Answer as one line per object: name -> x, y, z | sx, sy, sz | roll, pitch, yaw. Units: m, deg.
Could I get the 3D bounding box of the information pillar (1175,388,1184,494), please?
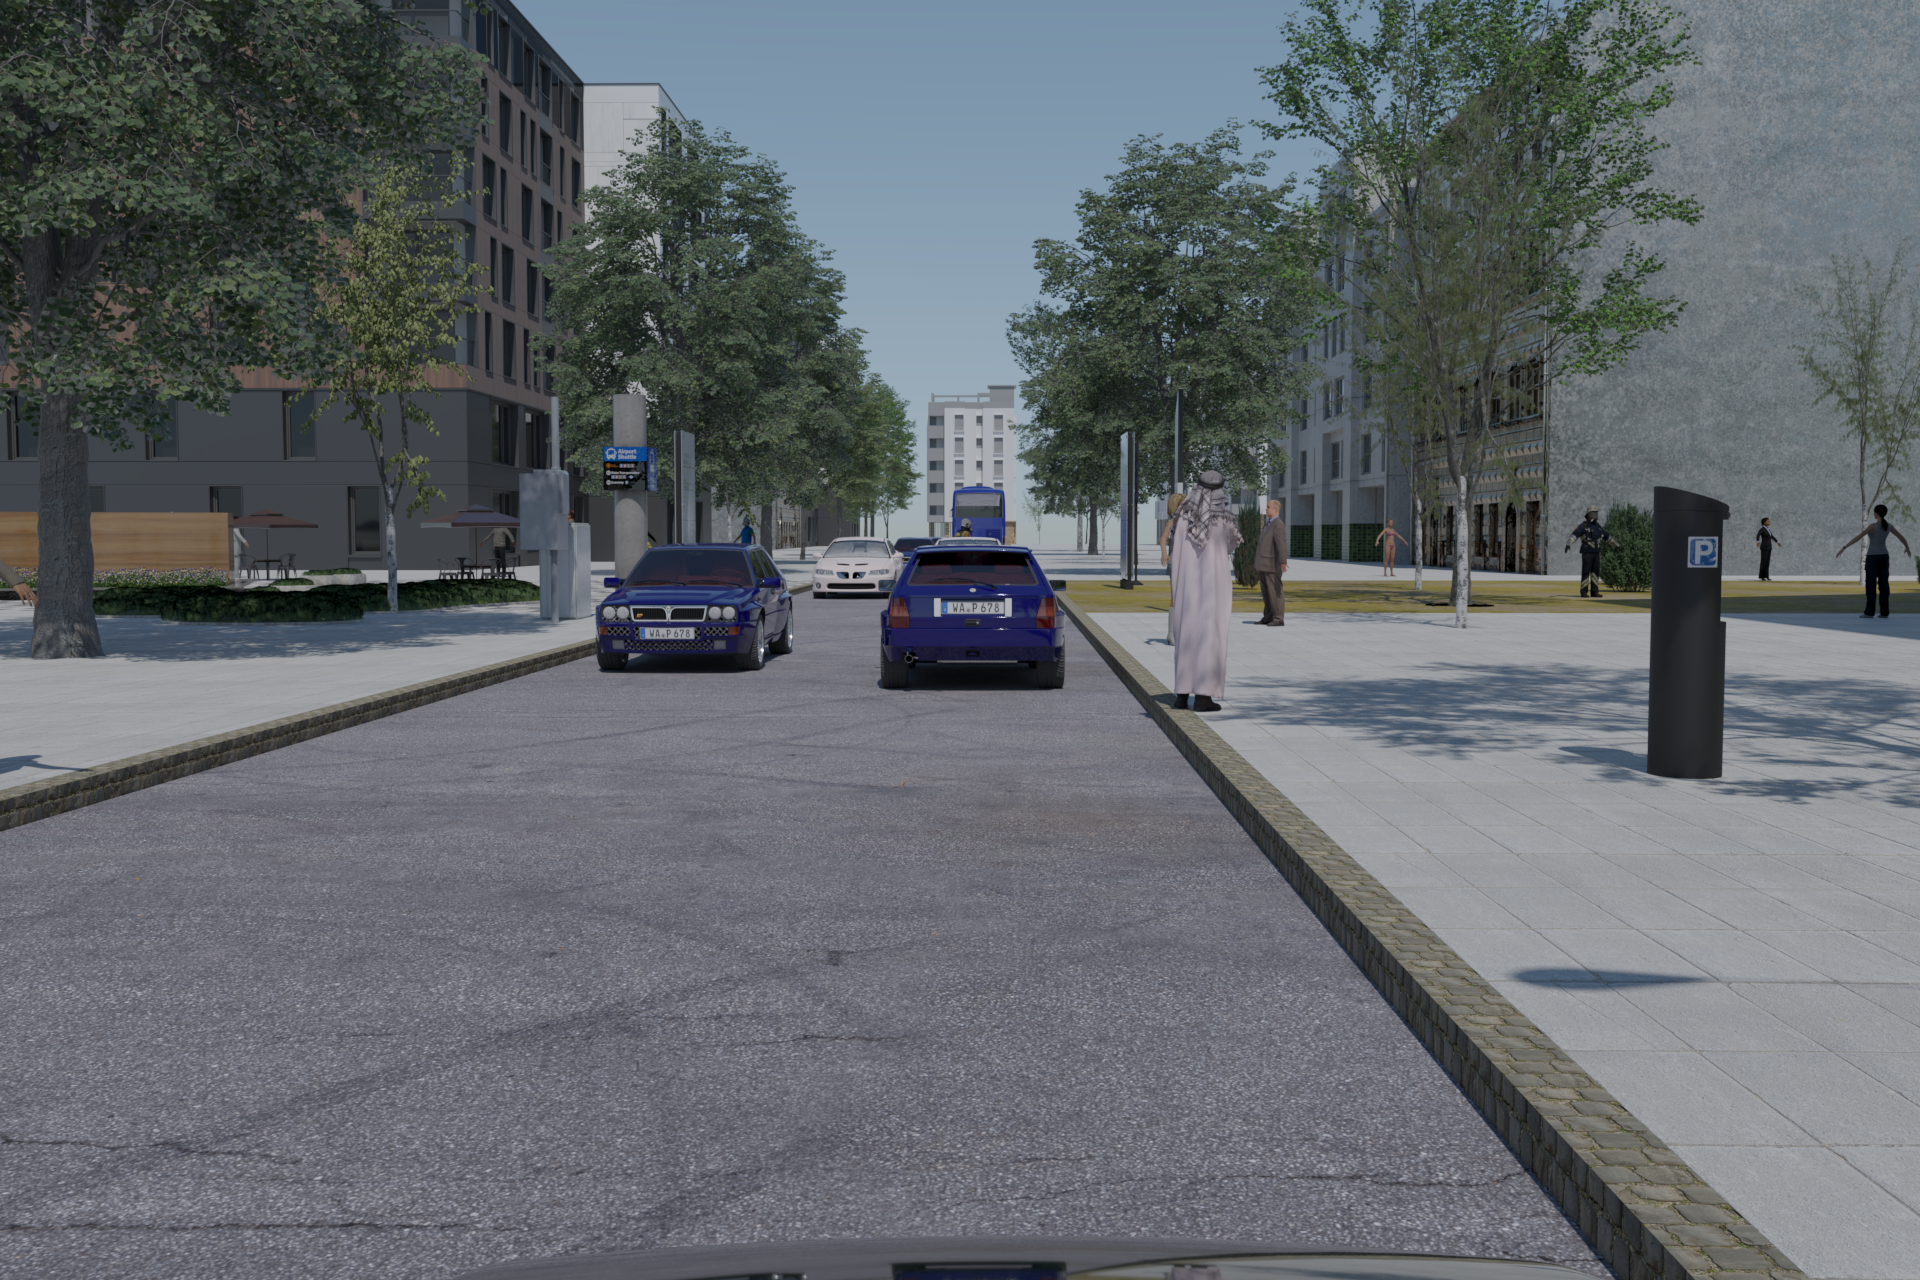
information pillar -> 3.555, -2.251, 28.153 | 0.183, 3.616, 0.504 | 0, 4, 1

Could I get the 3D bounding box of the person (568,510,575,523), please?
person -> -8.401, -1.893, 37.225 | 0.705, 1.796, 1.348 | 0, 4, -4

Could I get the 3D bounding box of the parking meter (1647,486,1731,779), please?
parking meter -> 3.866, -0.048, 9.198 | 0.372, 1.533, 0.369 | 0, 3, 0

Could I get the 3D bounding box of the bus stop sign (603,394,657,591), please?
bus stop sign -> -6.258, -2.684, 32.897 | 0.837, 3.901, 0.837 | 0, 4, 2

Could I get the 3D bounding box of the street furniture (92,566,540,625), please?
street furniture -> -10.719, -0.847, 29.469 | 5.734, 0.657, 10.072 | 1, 4, 12

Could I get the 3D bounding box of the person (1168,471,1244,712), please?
person -> 1.787, -0.362, 12.626 | 0.551, 1.740, 0.621 | 0, 4, 8

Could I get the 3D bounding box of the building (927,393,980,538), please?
building -> -3.854, -22.305, 223.567 | 11.380, 20.090, 16.016 | 0, 4, -3

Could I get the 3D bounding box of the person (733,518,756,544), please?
person -> -7.002, -3.087, 56.603 | 0.704, 1.817, 1.347 | -3, 5, -40

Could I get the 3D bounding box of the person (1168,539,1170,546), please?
person -> 7.223, -3.010, 55.404 | 1.347, 1.806, 0.705 | -1, 4, -19

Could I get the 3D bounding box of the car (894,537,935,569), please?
car -> -1.482, -2.705, 56.815 | 1.945, 1.354, 3.894 | 0, 4, 1

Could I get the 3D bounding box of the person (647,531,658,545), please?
person -> -11.233, -3.342, 60.572 | 1.347, 1.837, 0.705 | -1, 4, -21

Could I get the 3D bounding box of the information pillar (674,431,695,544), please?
information pillar -> -6.367, -2.987, 40.147 | 0.184, 3.620, 1.656 | 0, 4, 1

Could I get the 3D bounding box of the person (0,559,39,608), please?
person -> -5.218, -0.126, 8.825 | 1.215, 1.744, 0.721 | 1, 4, 18

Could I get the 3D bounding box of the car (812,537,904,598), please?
car -> -2.312, -1.696, 40.093 | 2.083, 1.381, 4.827 | 0, 4, 2

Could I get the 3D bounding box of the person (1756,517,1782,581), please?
person -> 22.284, -2.509, 47.751 | 1.216, 1.740, 0.721 | -3, 4, -37

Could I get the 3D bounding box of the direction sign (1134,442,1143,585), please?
direction sign -> 4.407, -3.137, 43.292 | 0.379, 3.537, 0.876 | 0, 4, 1

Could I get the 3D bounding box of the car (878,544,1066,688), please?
car -> 0.124, -0.297, 17.434 | 1.945, 1.354, 3.894 | 0, 4, 0

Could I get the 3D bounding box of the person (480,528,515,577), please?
person -> -13.718, -2.779, 51.570 | 1.348, 1.813, 0.705 | 2, 4, 28

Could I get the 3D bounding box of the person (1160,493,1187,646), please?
person -> 2.594, -0.812, 19.887 | 0.721, 1.753, 1.214 | 2, 4, 33

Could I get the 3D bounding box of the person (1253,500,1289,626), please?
person -> 4.331, -1.078, 24.225 | 0.434, 1.755, 0.990 | -1, 4, -11

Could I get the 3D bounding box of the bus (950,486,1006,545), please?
bus -> 0.894, -5.895, 87.924 | 2.896, 3.916, 12.251 | 0, 3, 0

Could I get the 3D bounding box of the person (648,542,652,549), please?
person -> -8.029, -2.283, 43.299 | 0.705, 1.833, 1.349 | -2, 4, -30

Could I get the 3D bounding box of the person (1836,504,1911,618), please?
person -> 14.005, -1.205, 26.518 | 1.217, 1.737, 0.721 | 0, 4, -7

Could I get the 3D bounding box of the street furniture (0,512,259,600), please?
street furniture -> -19.489, -1.786, 36.059 | 9.812, 1.723, 11.010 | -1, 4, -20

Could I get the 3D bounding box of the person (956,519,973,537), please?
person -> 0.180, -2.442, 48.149 | 0.705, 1.858, 1.354 | -2, 4, -28

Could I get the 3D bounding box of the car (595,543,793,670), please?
car -> -2.914, -0.421, 19.457 | 1.945, 1.354, 3.894 | 0, 4, 2

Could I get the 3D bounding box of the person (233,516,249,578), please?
person -> -21.244, -2.731, 50.841 | 0.705, 1.806, 1.347 | -3, 5, -44

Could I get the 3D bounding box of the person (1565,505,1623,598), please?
person -> 12.738, -1.783, 34.925 | 1.354, 1.856, 0.705 | -1, 4, -17

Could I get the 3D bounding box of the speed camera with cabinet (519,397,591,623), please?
speed camera with cabinet -> -6.015, -1.922, 25.757 | 0.660, 3.252, 2.038 | 0, 4, 1

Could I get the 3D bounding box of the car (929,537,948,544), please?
car -> -0.993, -3.069, 62.754 | 1.945, 1.354, 3.894 | 0, 4, 1

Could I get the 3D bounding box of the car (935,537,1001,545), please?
car -> 0.180, -1.457, 36.180 | 2.083, 1.381, 4.827 | 0, 4, 1

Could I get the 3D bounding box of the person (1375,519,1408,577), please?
person -> 13.004, -2.778, 52.227 | 1.217, 1.733, 0.721 | -2, 4, -26

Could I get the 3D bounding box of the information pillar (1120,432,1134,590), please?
information pillar -> 3.918, -3.015, 40.606 | 0.184, 3.620, 1.656 | 0, 4, 0
